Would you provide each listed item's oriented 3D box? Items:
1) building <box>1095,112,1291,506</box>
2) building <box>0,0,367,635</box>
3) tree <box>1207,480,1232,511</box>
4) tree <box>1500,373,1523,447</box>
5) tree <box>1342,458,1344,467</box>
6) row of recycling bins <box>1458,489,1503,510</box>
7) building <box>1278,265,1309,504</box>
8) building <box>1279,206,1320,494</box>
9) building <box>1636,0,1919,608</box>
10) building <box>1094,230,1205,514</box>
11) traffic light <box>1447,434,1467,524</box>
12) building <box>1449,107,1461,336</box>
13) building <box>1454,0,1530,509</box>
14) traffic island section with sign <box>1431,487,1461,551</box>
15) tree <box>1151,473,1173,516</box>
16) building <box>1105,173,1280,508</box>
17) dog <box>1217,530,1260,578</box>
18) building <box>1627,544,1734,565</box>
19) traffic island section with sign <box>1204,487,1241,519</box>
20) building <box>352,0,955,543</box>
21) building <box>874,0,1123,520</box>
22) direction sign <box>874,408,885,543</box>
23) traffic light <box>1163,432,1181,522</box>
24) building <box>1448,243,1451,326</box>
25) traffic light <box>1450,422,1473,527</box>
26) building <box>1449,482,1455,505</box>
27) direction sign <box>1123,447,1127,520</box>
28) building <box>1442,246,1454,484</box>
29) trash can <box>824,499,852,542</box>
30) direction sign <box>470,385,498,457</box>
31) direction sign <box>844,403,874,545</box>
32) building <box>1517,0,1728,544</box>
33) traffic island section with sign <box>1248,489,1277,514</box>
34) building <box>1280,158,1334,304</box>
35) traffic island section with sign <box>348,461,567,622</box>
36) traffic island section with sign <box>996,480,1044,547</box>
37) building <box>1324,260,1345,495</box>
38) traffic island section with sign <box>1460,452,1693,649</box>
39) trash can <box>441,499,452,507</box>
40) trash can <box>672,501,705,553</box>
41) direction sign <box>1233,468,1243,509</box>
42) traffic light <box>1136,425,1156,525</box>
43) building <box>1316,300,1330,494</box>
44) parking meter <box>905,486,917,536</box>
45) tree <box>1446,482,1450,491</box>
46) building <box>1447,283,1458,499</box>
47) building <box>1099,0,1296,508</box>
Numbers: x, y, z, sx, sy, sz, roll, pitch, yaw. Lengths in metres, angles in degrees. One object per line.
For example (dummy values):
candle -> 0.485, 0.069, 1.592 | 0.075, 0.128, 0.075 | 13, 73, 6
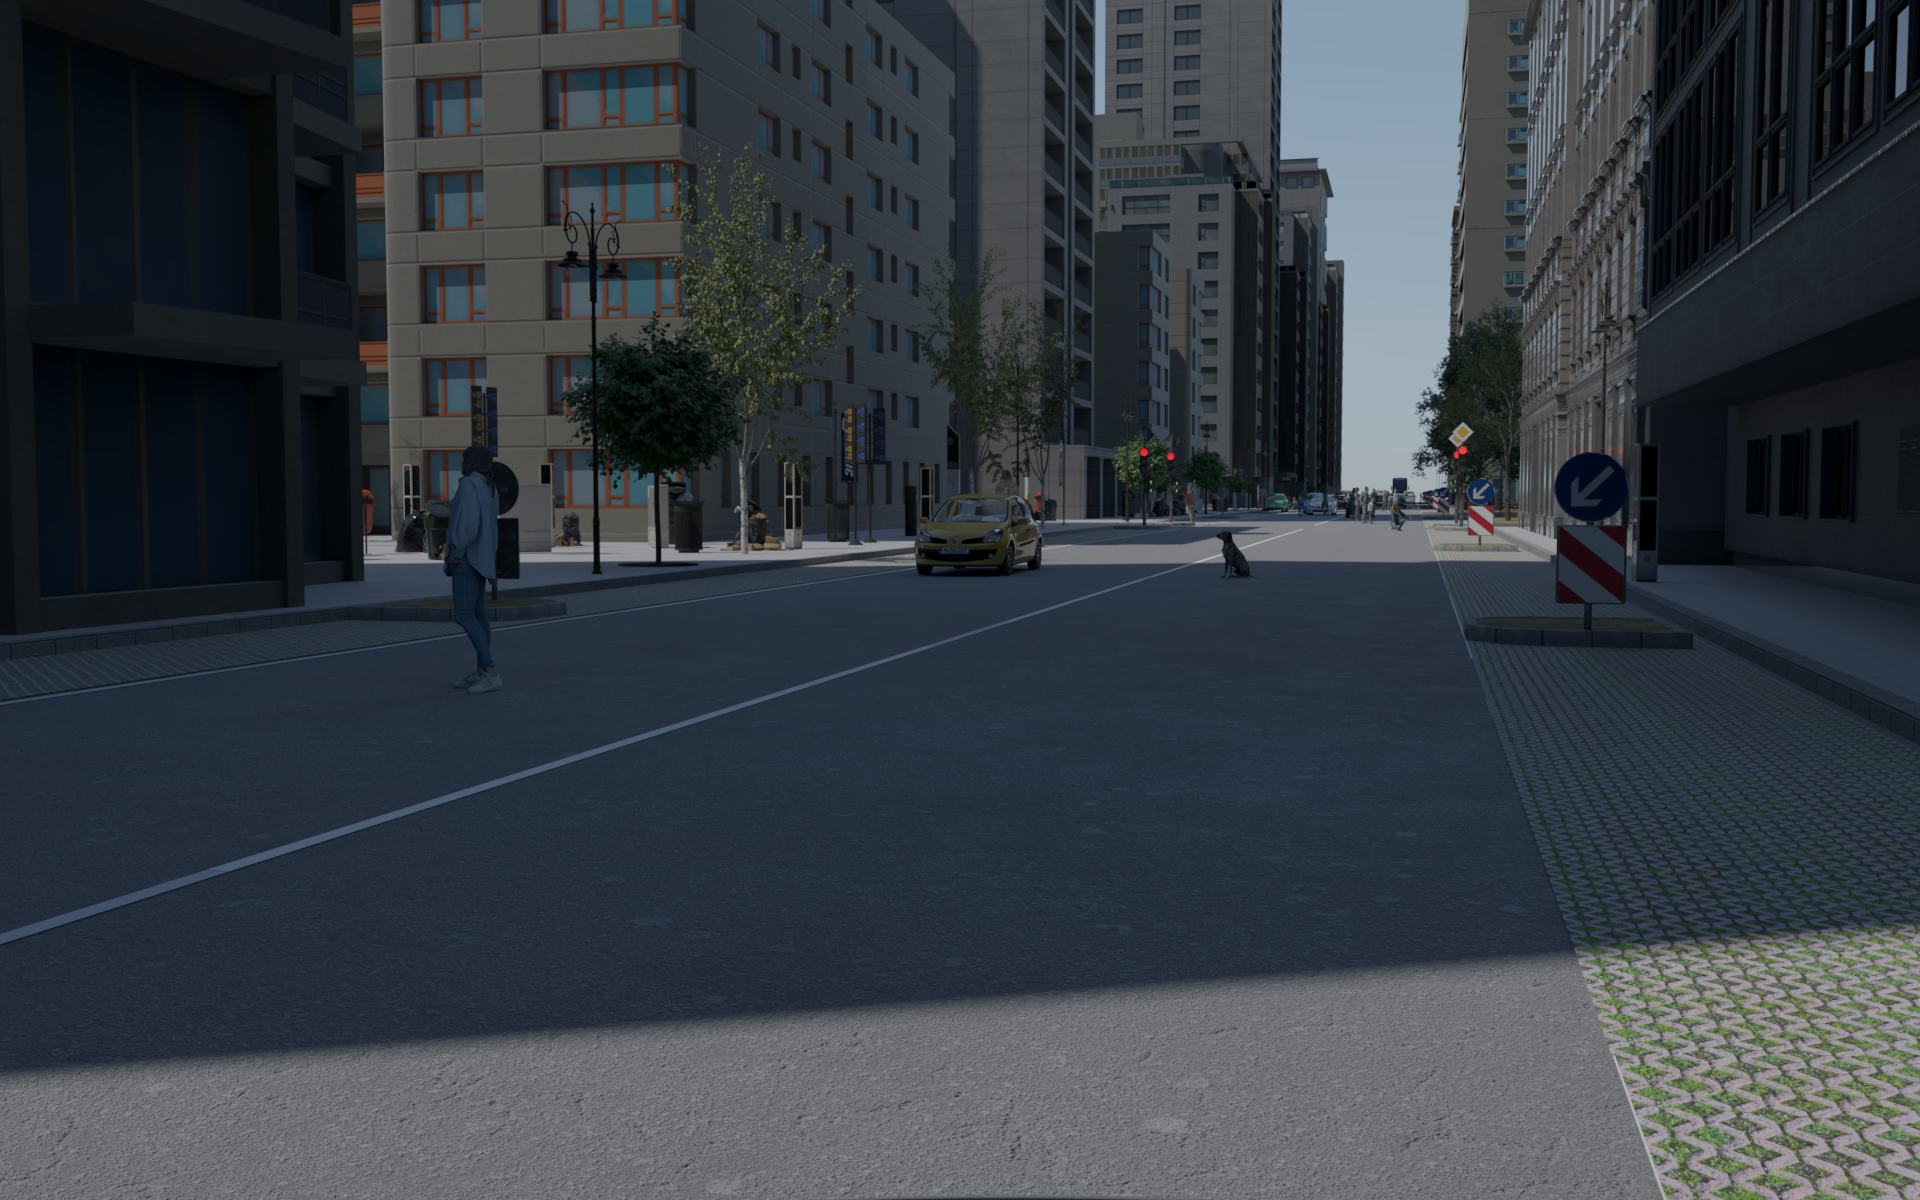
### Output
building -> 17.991, -29.905, 180.831 | 32.217, 40.220, 23.993 | 1, 4, 15
building -> -18.902, -21.909, 12.835 | 22.147, 44.769, 28.867 | 1, 4, 15
tree -> 19.625, -8.535, 134.147 | 1.663, 3.219, 1.824 | 0, 3, 0
tree -> 30.991, -8.708, 92.744 | 4.360, 8.622, 3.978 | 0, 3, 0
tree -> 65.577, -21.724, 305.542 | 4.360, 8.622, 3.978 | 0, 3, 0
row of recycling bins -> 41.067, -7.926, 136.695 | 3.534, 1.692, 1.069 | 2, 4, 26
building -> 36.074, -27.255, 217.326 | 14.160, 30.474, 14.107 | 1, 4, 15
building -> 42.266, -34.085, 240.881 | 14.154, 41.232, 14.086 | 1, 4, 15
building -> 15.868, -13.674, 17.073 | 14.314, 27.812, 24.014 | 1, 4, 15
building -> 2.886, -17.494, 131.059 | 27.650, 21.520, 28.899 | 1, 4, 15
traffic light -> 21.596, -5.282, 75.287 | 0.839, 4.253, 0.868 | 1, 4, 15
building -> 63.022, -32.129, 179.930 | 22.147, 44.769, 28.867 | 1, 4, 15
building -> 56.037, -32.509, 155.217 | 21.300, 48.544, 21.600 | 1, 4, 15
traffic island section with sign -> 13.015, -2.149, 43.761 | 1.989, 1.847, 2.006 | 1, 4, 15
tree -> 11.463, -6.448, 100.028 | 1.663, 3.219, 1.824 | 0, 3, 0
building -> 21.492, -23.761, 160.186 | 14.160, 30.474, 14.107 | 1, 4, 15
dog -> 4.831, -0.786, 29.688 | 0.800, 0.831, 0.513 | 1, 4, 18
building -> 19.243, -11.570, 38.321 | 9.793, 20.994, 18.267 | 1, 4, 15
traffic island section with sign -> 15.203, -5.594, 100.084 | 1.989, 1.847, 2.006 | 1, 4, 15
building -> -17.690, -13.264, 61.904 | 28.899, 21.520, 27.650 | 1, 4, 15
building -> -1.094, -40.277, 96.788 | 20.563, 71.187, 20.611 | 1, 4, 15
direction sign -> -2.368, -3.278, 45.589 | 0.876, 3.537, 0.379 | -2, 4, -27
traffic light -> 9.585, -5.473, 78.408 | 0.839, 4.253, 0.868 | 1, 4, 15
building -> 83.233, -36.673, 254.225 | 22.147, 44.769, 28.867 | 1, 4, 15
traffic light -> 19.571, -4.810, 67.562 | 0.839, 4.253, 0.868 | 1, 4, 15
building -> 75.048, -31.375, 204.857 | 32.217, 40.220, 23.993 | 1, 4, 15
direction sign -> 8.092, -5.643, 84.263 | 0.379, 3.537, 0.876 | 0, 4, 1
building -> 91.654, -40.581, 283.103 | 23.786, 49.044, 30.456 | 1, 4, 15
trash can -> -3.260, -2.119, 46.297 | 0.748, 1.137, 0.748 | 0, 3, 0
direction sign -> -10.004, -2.721, 36.491 | 0.379, 3.537, 0.876 | 1, 4, 20
direction sign -> -2.631, -3.151, 43.513 | 0.379, 3.537, 0.876 | -3, 5, -39
building -> 23.659, -12.652, 56.014 | 9.793, 20.994, 18.267 | 1, 4, 15
traffic island section with sign -> 22.195, -7.227, 126.790 | 1.989, 1.847, 2.006 | 1, 4, 15
building -> 44.297, -42.062, 276.949 | 28.713, 52.752, 27.495 | 1, 4, 15
traffic island section with sign -> -5.728, -0.711, 20.253 | 1.989, 1.847, 2.006 | 1, 4, 15
traffic island section with sign -> 1.206, -2.330, 46.716 | 1.989, 1.847, 2.006 | 1, 4, 15
building -> 57.995, -37.455, 295.983 | 14.154, 41.232, 14.086 | 1, 4, 15
traffic island section with sign -> 6.013, -0.514, 17.037 | 1.989, 1.847, 2.006 | 1, 4, 15
trash can -> -13.406, -2.071, 45.520 | 0.748, 1.137, 0.748 | 0, 3, 0
trash can -> -5.931, -1.602, 37.849 | 0.748, 1.137, 0.748 | 0, 3, 0
direction sign -> 23.932, -9.617, 149.229 | 0.876, 3.537, 0.379 | 2, 4, 27
traffic light -> 7.560, -5.001, 70.682 | 0.839, 4.253, 0.868 | 1, 4, 15
building -> 46.913, -29.584, 255.397 | 14.160, 30.474, 14.107 | 1, 4, 15
parking meter -> -1.497, -2.719, 52.867 | 0.372, 1.533, 0.369 | 0, 3, 0
tree -> 64.765, -14.296, 228.347 | 1.663, 3.219, 1.824 | 0, 3, 0
building -> 73.569, -28.332, 234.933 | 14.160, 30.474, 14.107 | 1, 4, 15
building -> 28.536, -46.599, 200.142 | 20.563, 71.187, 20.611 | 1, 4, 15
